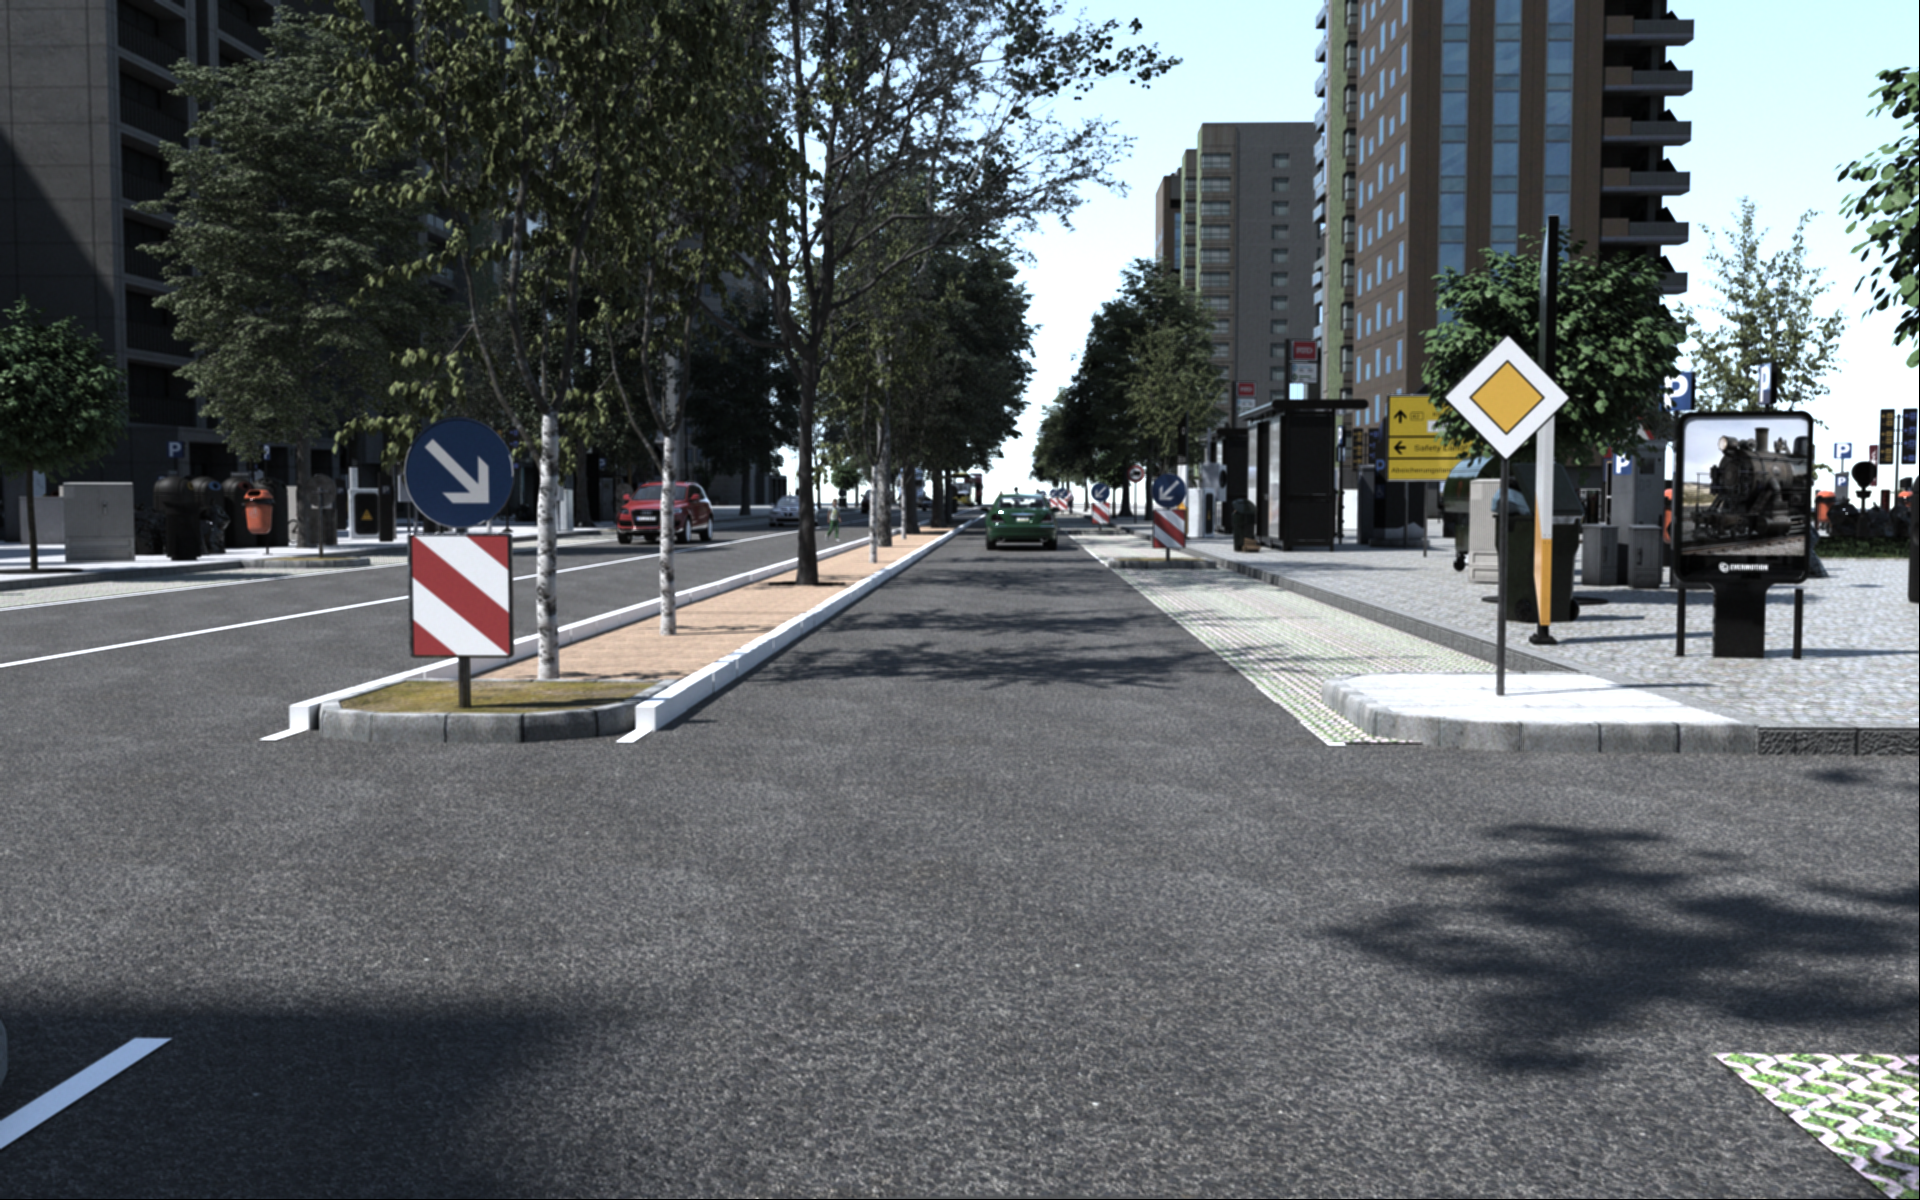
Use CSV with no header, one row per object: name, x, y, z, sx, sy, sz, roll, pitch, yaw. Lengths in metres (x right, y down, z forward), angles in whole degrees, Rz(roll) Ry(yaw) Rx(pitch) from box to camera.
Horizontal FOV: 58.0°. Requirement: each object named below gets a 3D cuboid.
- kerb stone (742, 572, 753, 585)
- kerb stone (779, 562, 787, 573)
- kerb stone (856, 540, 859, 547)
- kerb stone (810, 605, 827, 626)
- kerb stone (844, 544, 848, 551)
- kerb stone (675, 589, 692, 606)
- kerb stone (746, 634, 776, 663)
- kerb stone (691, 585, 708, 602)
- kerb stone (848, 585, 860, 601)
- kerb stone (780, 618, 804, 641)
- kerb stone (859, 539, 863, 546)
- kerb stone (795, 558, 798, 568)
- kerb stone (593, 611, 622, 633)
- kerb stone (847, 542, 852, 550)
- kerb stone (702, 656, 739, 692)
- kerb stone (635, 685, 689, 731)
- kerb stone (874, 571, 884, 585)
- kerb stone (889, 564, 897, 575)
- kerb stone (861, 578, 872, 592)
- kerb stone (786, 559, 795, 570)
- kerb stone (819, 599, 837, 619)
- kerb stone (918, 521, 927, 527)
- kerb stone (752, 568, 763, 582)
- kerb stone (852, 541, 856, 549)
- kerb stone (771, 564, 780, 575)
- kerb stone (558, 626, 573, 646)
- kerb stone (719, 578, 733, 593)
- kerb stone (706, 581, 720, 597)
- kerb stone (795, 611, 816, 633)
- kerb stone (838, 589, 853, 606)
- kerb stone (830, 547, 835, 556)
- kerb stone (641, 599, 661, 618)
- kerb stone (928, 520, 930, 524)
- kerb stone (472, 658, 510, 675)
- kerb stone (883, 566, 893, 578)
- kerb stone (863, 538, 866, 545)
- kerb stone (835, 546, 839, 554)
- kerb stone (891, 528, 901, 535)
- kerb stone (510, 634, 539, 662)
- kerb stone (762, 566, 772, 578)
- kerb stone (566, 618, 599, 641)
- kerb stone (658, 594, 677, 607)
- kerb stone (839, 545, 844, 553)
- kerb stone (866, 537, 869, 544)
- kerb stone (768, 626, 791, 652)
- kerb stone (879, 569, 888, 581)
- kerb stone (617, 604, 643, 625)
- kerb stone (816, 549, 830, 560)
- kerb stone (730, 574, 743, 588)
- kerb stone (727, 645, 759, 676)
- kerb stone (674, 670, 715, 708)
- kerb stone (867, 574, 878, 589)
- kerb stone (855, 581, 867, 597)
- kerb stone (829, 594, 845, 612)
kerb stone,-3.447,-0.317,27.378,0.120,0.150,1.000,0,4,2
kerb stone,-3.312,-0.568,31.480,0.120,0.150,1.000,0,4,2
kerb stone,-2.836,-1.446,45.830,0.120,0.150,1.000,0,4,2
kerb stone,-1.610,0.195,19.153,0.120,0.150,1.000,0,4,2
kerb stone,-2.935,-1.253,42.757,0.120,0.150,1.000,0,4,2
kerb stone,-3.625,-0.004,22.257,0.120,0.150,1.000,0,4,2
kerb stone,-1.752,0.437,15.052,0.120,0.150,1.000,0,4,2
kerb stone,-3.577,-0.066,23.278,0.120,0.150,1.000,0,4,2
kerb stone,-1.479,-0.060,23.244,0.120,0.150,1.000,0,4,2
kerb stone,-1.690,0.314,17.110,0.120,0.150,1.000,0,4,2
kerb stone,-2.797,-1.505,46.852,0.120,0.150,1.000,0,4,2
kerb stone,-3.236,-0.693,33.526,0.120,0.150,1.000,0,4,2
kerb stone,-3.746,0.246,18.171,0.120,0.150,1.000,0,4,2
kerb stone,-2.907,-1.319,43.780,0.120,0.150,1.000,0,4,2
kerb stone,-1.818,0.562,13.002,0.120,0.150,1.000,0,4,2
kerb stone,-1.884,0.687,10.959,0.120,0.150,1.000,0,4,2
kerb stone,-1.341,-0.314,27.337,0.120,0.150,1.000,0,4,2
kerb stone,-1.240,-0.500,30.401,0.120,0.150,1.000,0,4,2
kerb stone,-1.419,-0.190,25.294,0.120,0.150,1.000,0,4,2
kerb stone,-3.270,-0.631,32.504,0.120,0.150,1.000,0,4,2
kerb stone,-1.576,0.126,20.174,0.120,0.150,1.000,0,4,2
kerb stone,-1.716,-3.514,79.646,0.120,0.150,1.000,0,4,2
kerb stone,-3.402,-0.380,28.415,0.120,0.150,1.000,0,4,2
kerb stone,-2.870,-1.383,44.808,0.120,0.150,1.000,0,4,2
kerb stone,-3.337,-0.505,30.458,0.120,0.150,1.000,0,4,2
kerb stone,-3.815,0.374,16.126,0.120,0.150,1.000,0,4,2
kerb stone,-3.505,-0.187,25.321,0.120,0.150,1.000,0,4,2
kerb stone,-3.544,-0.126,24.299,0.120,0.150,1.000,0,4,2
kerb stone,-1.649,0.249,18.131,0.120,0.150,1.000,0,4,2
kerb stone,-1.517,-0.001,22.222,0.120,0.150,1.000,0,4,2
kerb stone,-3.031,-1.070,39.685,0.120,0.150,1.000,0,4,2
kerb stone,-3.687,0.122,20.214,0.120,0.150,1.000,0,4,2
kerb stone,-1.642,-3.639,81.695,0.120,0.150,1.000,0,4,2
kerb stone,-3.888,0.498,14.082,0.120,0.150,1.000,0,4,2
kerb stone,-1.282,-0.439,29.380,0.120,0.150,1.000,0,4,2
kerb stone,-2.765,-1.570,47.873,0.120,0.150,1.000,0,4,2
kerb stone,-3.009,-1.132,40.707,0.120,0.150,1.000,0,4,2
kerb stone,-2.292,-2.448,62.216,0.120,0.150,1.000,0,4,2
kerb stone,-3.855,0.434,15.104,0.120,0.150,1.000,0,4,2
kerb stone,-3.376,-0.443,29.437,0.120,0.150,1.000,0,4,2
kerb stone,-3.778,0.310,17.149,0.120,0.150,1.000,0,4,2
kerb stone,-3.654,0.059,21.235,0.120,0.150,1.000,0,4,2
kerb stone,-2.974,-1.190,41.728,0.120,0.150,1.000,0,4,2
kerb stone,-2.729,-1.633,48.895,0.120,0.150,1.000,0,4,2
kerb stone,-1.718,0.381,16.085,0.120,0.150,1.000,0,4,2
kerb stone,-1.316,-0.377,28.358,0.120,0.150,1.000,0,4,2
kerb stone,-3.714,0.184,19.192,0.120,0.150,1.000,0,4,2
kerb stone,-3.071,-1.007,38.662,0.120,0.150,1.000,0,4,2
kerb stone,-3.478,-0.254,26.355,0.120,0.150,1.000,0,4,2
kerb stone,-1.780,0.500,14.028,0.120,0.150,1.000,0,4,2
kerb stone,-1.858,0.625,11.981,0.120,0.150,1.000,0,4,2
kerb stone,-1.381,-0.251,26.316,0.120,0.150,1.000,0,4,2
kerb stone,-1.444,-0.127,24.272,0.120,0.150,1.000,0,4,2
kerb stone,-1.548,0.061,21.201,0.120,0.150,1.000,0,4,2
